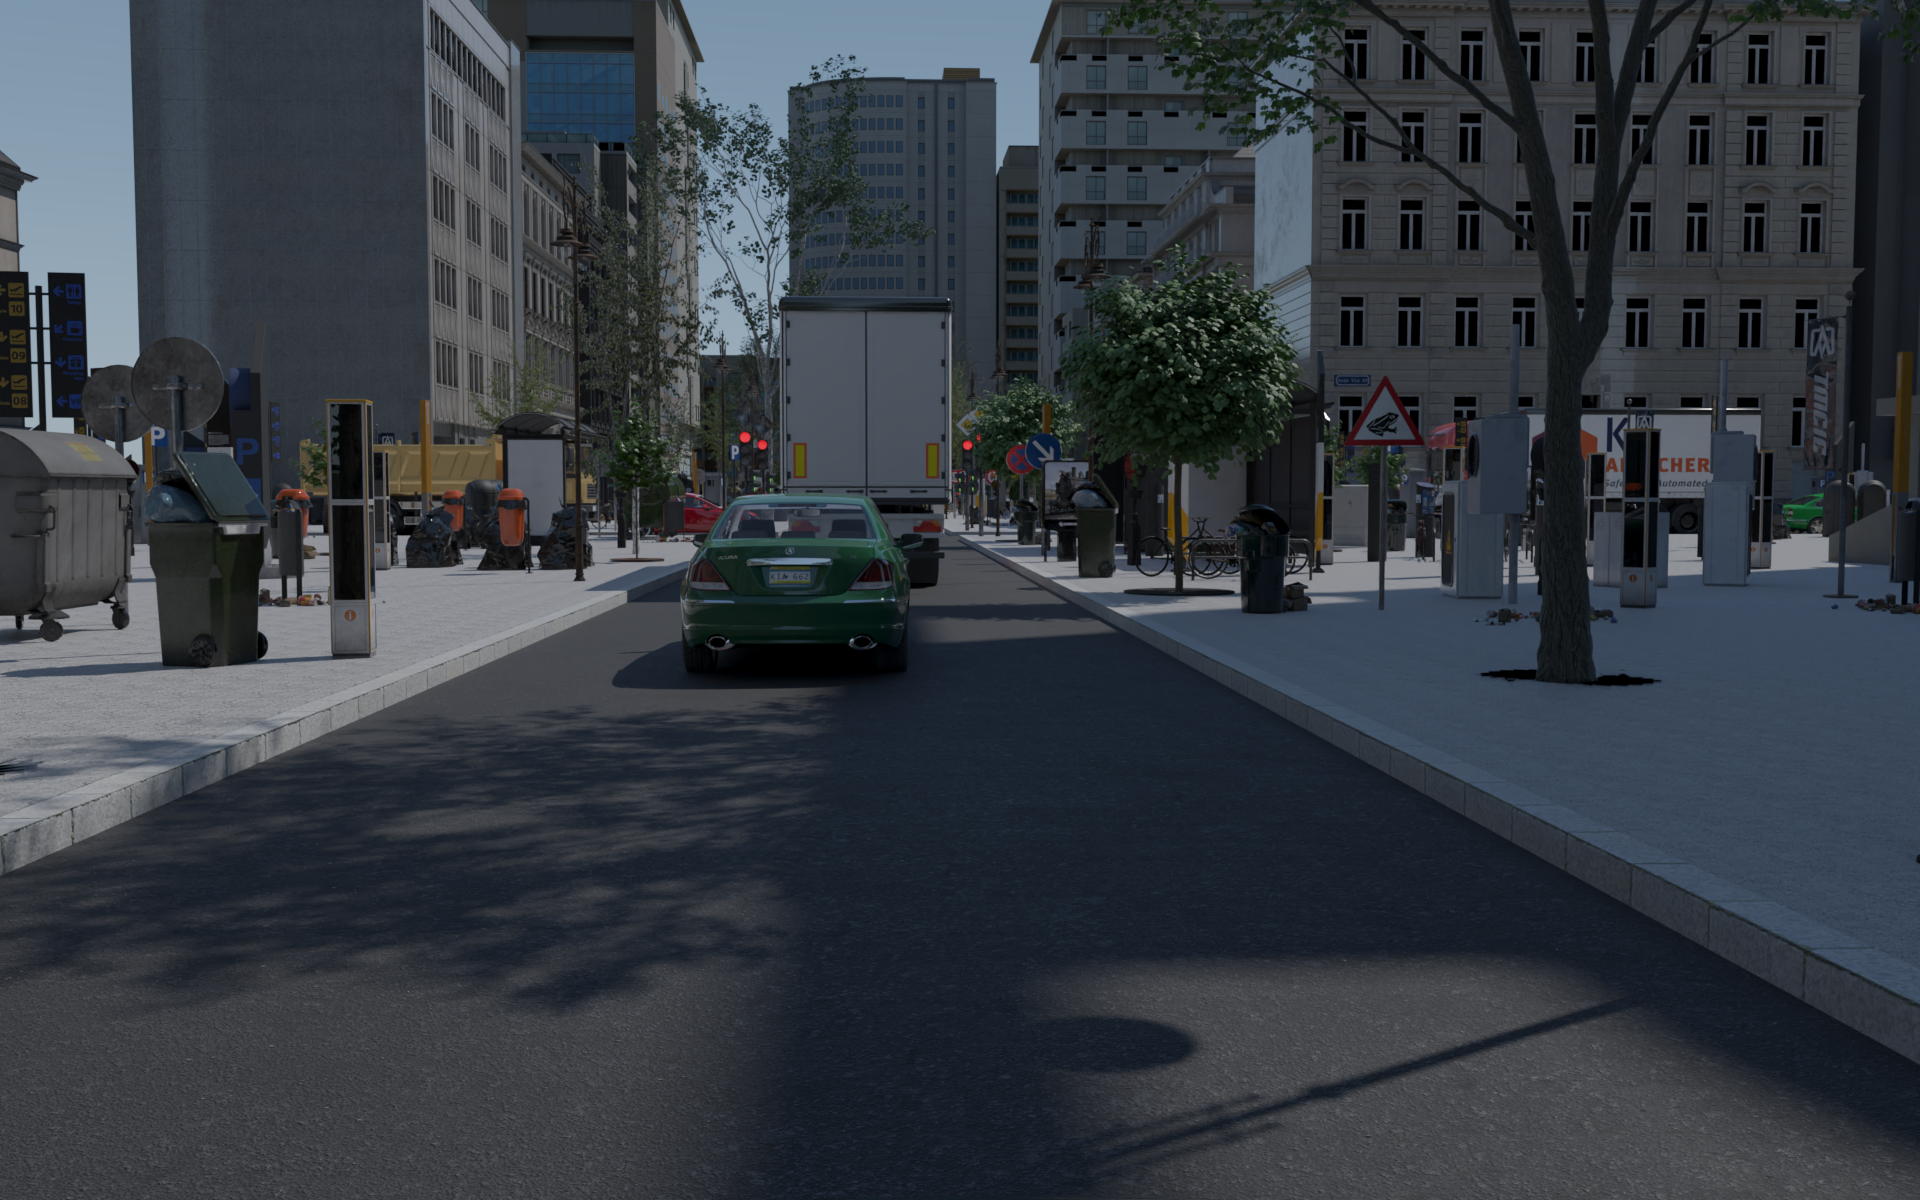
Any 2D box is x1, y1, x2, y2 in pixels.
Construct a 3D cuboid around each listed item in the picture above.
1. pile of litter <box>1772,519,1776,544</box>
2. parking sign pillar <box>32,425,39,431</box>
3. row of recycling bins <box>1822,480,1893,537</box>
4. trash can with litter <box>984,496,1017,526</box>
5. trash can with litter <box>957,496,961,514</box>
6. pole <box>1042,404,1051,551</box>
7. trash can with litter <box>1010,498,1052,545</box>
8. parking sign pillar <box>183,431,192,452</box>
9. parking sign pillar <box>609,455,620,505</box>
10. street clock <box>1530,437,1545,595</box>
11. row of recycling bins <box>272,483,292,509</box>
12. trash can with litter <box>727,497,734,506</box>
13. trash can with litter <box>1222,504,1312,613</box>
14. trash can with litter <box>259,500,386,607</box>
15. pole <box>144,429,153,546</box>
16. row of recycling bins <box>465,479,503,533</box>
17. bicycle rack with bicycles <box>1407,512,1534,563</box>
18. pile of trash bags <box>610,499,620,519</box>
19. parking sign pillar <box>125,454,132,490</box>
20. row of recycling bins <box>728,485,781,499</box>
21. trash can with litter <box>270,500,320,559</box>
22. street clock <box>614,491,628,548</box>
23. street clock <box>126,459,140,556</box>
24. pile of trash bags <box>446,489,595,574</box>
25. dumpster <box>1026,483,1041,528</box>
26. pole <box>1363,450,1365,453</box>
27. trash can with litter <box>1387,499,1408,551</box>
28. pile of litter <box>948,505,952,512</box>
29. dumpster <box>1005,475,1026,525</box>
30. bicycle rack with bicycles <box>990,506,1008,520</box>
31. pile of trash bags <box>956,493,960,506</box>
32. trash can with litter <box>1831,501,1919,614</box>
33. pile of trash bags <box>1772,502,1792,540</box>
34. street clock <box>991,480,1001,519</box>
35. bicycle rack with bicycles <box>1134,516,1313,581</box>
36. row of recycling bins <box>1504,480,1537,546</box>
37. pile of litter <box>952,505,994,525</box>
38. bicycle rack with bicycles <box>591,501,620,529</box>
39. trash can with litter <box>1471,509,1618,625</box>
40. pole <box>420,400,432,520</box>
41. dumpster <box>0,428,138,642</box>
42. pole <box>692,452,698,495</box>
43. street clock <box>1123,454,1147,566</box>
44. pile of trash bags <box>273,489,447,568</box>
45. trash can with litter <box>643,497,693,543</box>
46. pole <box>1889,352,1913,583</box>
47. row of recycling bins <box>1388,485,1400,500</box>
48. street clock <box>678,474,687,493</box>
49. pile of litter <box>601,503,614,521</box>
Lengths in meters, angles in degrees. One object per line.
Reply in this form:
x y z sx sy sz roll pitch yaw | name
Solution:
20.576 -1.892 44.901 1.176 0.858 1.719 3 4 36 | pile of litter
-35.450 -4.721 65.661 1.447 3.967 1.447 2 4 26 | parking sign pillar
27.660 -2.721 51.596 3.534 1.692 1.069 1 4 10 | row of recycling bins
1.681 -3.607 70.026 2.233 1.210 1.678 -3 4 -38 | trash can with litter
0.172 -5.999 109.471 0.624 1.170 1.055 -1 4 -8 | trash can with litter
1.960 -2.781 39.318 0.158 3.312 0.155 0 3 0 | pole
1.808 -1.977 43.712 0.624 1.170 1.055 3 5 45 | trash can with litter
-31.487 -5.103 71.913 1.447 3.967 1.447 -2 4 -30 | parking sign pillar
-19.767 -6.835 100.219 1.447 3.967 1.447 -3 5 -44 | parking sign pillar
7.449 -1.058 21.874 0.471 2.002 0.358 -1 4 -23 | street clock
-27.533 -3.657 66.904 3.534 1.692 1.069 0 4 -3 | row of recycling bins
-10.134 -4.056 77.708 1.055 1.170 0.624 3 5 43 | trash can with litter
3.381 -0.460 18.905 0.624 1.170 1.055 3 5 40 | trash can with litter
-7.927 -0.574 20.449 1.678 1.210 2.233 -3 5 -40 | trash can with litter
-20.162 -3.011 43.068 0.158 3.312 0.155 0 3 0 | pole
-13.298 -2.569 49.114 1.069 1.692 3.534 0 4 -2 | row of recycling bins
9.878 -1.215 33.251 2.852 0.926 2.925 1 4 16 | bicycle rack with bicycles
-15.924 -4.720 86.931 3.447 1.369 1.912 -3 5 -43 | pile of trash bags
-56.192 -7.810 116.166 1.447 3.967 1.447 2 4 27 | parking sign pillar
-9.518 -4.555 81.582 3.534 1.692 1.069 2 4 35 | row of recycling bins
-13.183 -1.401 34.296 1.055 1.170 0.624 1 4 16 | trash can with litter
-8.043 -2.236 41.129 0.358 2.002 0.471 0 4 -4 | street clock
-17.215 -1.909 35.784 0.358 2.002 0.471 3 4 37 | street clock
-7.280 -1.199 29.354 1.912 1.369 3.447 0 4 -3 | pile of trash bags
3.418 -3.839 65.258 1.502 2.255 1.985 0 4 -3 | dumpster
14.270 -4.107 60.990 0.158 3.312 0.155 0 3 0 | pole
9.790 -1.699 39.161 0.624 1.170 1.055 1 4 12 | trash can with litter
-0.869 -6.641 122.545 1.719 0.858 1.176 0 4 -6 | pile of litter
2.746 -4.336 73.379 1.502 2.255 1.985 0 4 -3 | dumpster
2.716 -4.384 85.062 2.852 0.926 2.925 1 4 16 | bicycle rack with bicycles
0.679 -6.665 118.726 1.912 1.369 3.447 -3 4 -37 | pile of trash bags
10.557 -0.497 19.176 1.678 1.210 2.233 1 4 16 | trash can with litter
22.278 -2.403 49.042 1.912 1.369 3.447 3 4 39 | pile of trash bags
1.851 -5.183 89.314 0.471 2.002 0.358 1 4 13 | street clock
4.143 -0.813 26.676 2.925 0.926 2.852 0 4 0 | bicycle rack with bicycles
14.435 -2.264 44.130 1.069 1.692 3.534 2 4 25 | row of recycling bins
0.731 -3.629 73.302 1.176 0.858 1.719 -2 4 -32 | pile of litter
-11.910 -3.125 64.481 2.925 0.926 2.852 1 4 13 | bicycle rack with bicycles
5.921 -0.409 17.750 2.233 1.210 1.678 -3 4 -38 | trash can with litter
-11.613 -2.682 37.686 0.158 3.312 0.155 0 3 0 | pole
-8.433 -0.605 15.652 1.264 1.857 1.865 0 4 -3 | dumpster
-12.928 -5.540 84.420 0.158 3.312 0.155 0 3 0 | pole
3.133 -1.622 31.088 0.358 2.002 0.471 -2 4 -26 | street clock
-10.583 -1.297 30.951 3.447 1.369 1.912 0 4 6 | pile of trash bags
-7.239 -2.146 46.145 2.233 1.210 1.678 0 4 1 | trash can with litter
13.568 -1.903 24.963 0.158 3.312 0.155 0 3 0 | pole
16.560 -3.321 61.413 3.534 1.692 1.069 -1 4 -10 | row of recycling bins
-9.845 -3.474 61.378 0.358 2.002 0.471 -2 4 -29 | street clock
-17.272 -4.260 83.623 1.176 0.858 1.719 -1 4 -10 | pile of litter
